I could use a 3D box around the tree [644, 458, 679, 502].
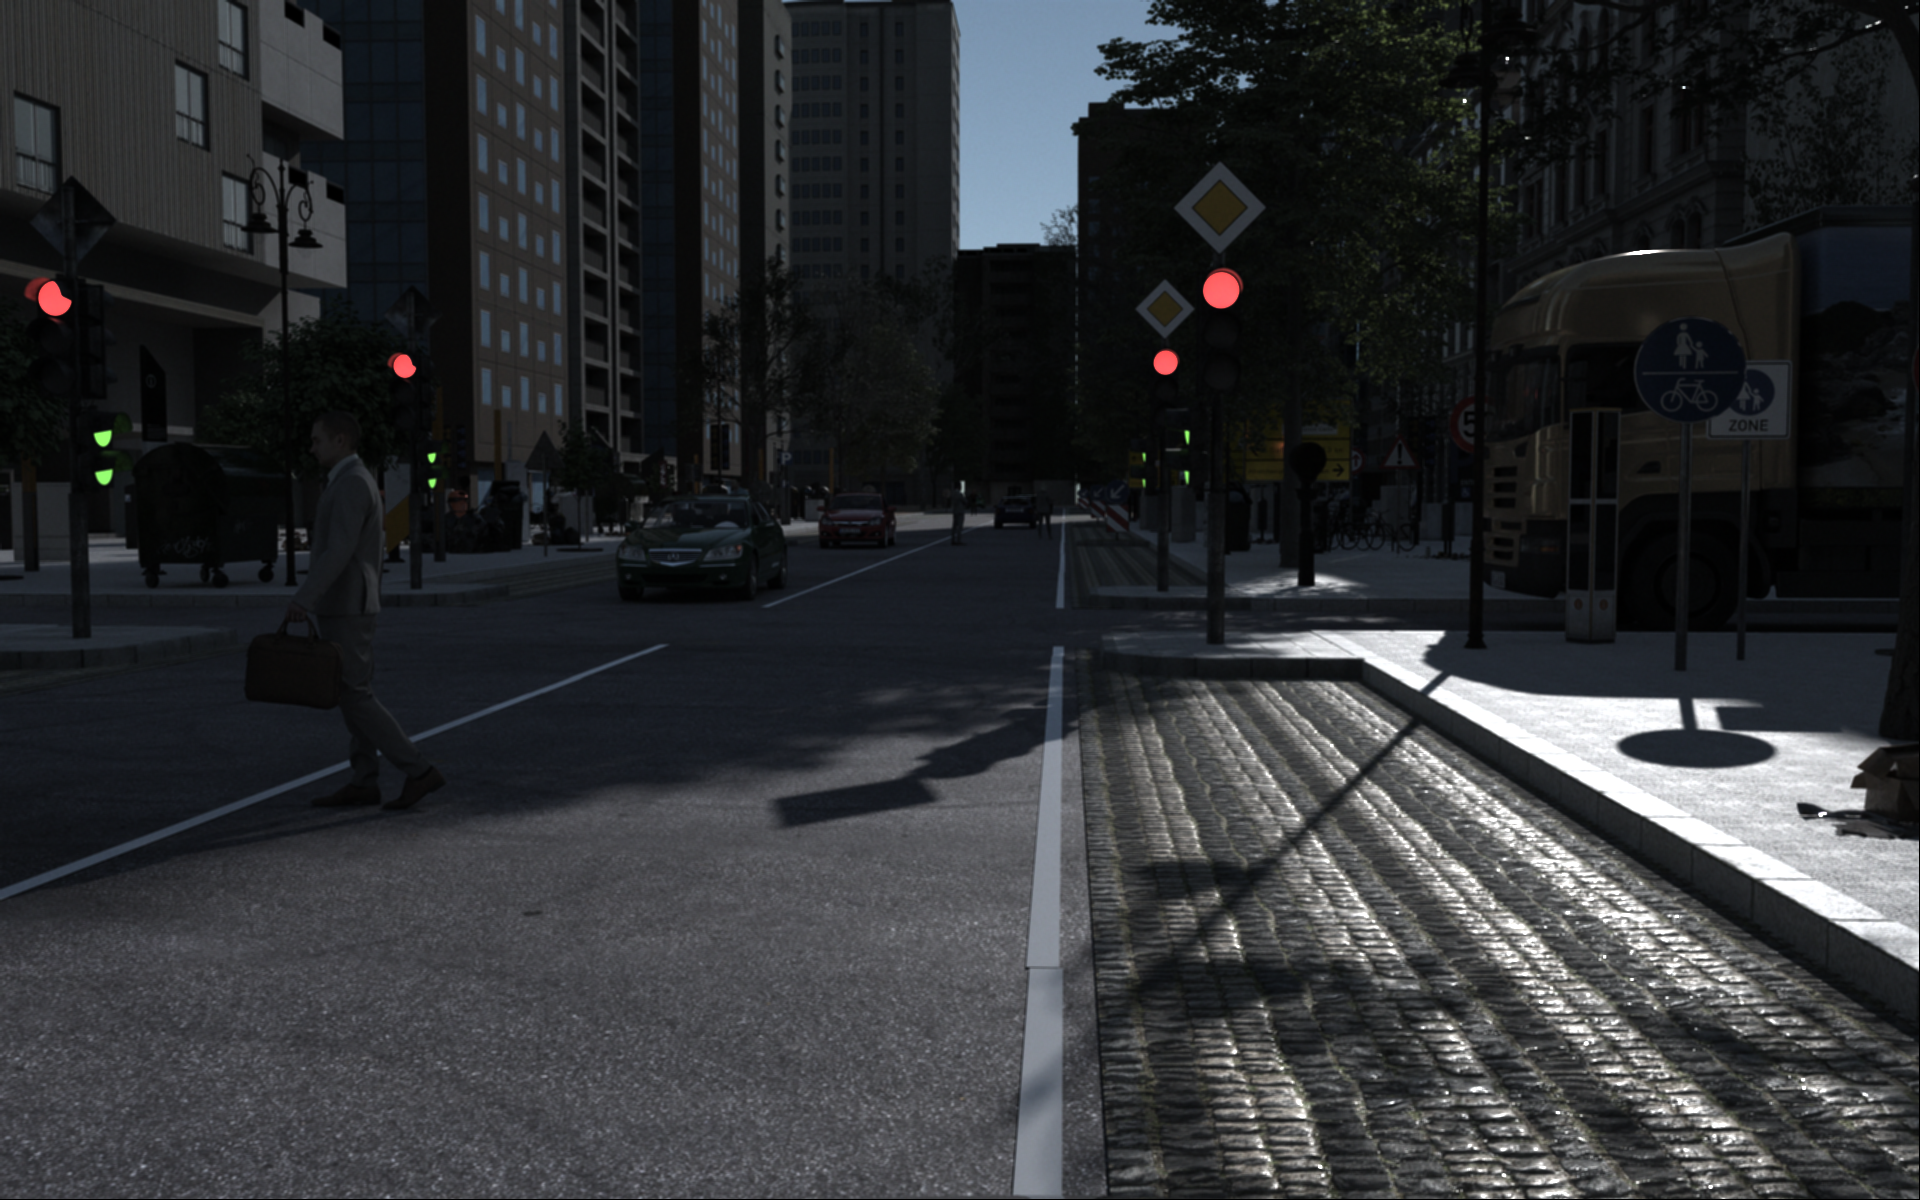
[{"bbox_3d":[-15.843,-5.939,91.711,1.663,3.219,1.824,0,3,0],"label":"tree"}]

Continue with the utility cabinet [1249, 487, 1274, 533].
[{"bbox_3d":[10.064,-2.949,56.887,1.173,1.500,0.318,-2,4,-28],"label":"utility cabinet"}]

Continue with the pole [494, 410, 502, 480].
[{"bbox_3d":[-11.167,-2.938,41.881,0.158,3.312,0.155,0,3,0],"label":"pole"}]

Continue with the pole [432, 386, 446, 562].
[{"bbox_3d":[-9.867,-2.380,32.761,0.158,3.312,0.155,0,3,0],"label":"pole"}]

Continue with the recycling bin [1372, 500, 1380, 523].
[{"bbox_3d":[17.738,-3.673,72.600,0.722,1.027,0.722,0,4,-8],"label":"recycling bin"}]

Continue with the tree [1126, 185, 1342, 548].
[{"bbox_3d":[6.156,-5.560,41.276,4.737,8.622,4.395,0,3,0],"label":"tree"}]

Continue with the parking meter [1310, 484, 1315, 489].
[{"bbox_3d":[16.997,-4.786,83.959,0.399,1.863,0.255,2,4,28],"label":"parking meter"}]

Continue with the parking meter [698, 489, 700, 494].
[{"bbox_3d":[-14.142,-5.182,93.141,0.372,1.533,0.369,0,3,0],"label":"parking meter"}]

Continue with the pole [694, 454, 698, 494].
[{"bbox_3d":[-13.536,-5.814,88.899,0.158,3.312,0.155,0,3,0],"label":"pole"}]

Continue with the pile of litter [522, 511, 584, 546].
[{"bbox_3d":[-10.286,-1.814,43.627,1.719,0.858,1.176,-1,4,-22],"label":"pile of litter"}]

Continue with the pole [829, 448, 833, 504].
[{"bbox_3d":[-5.669,-5.041,76.258,0.158,3.312,0.155,0,3,0],"label":"pole"}]

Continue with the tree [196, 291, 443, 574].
[{"bbox_3d":[-10.143,-2.715,28.111,4.285,4.588,4.351,0,3,0],"label":"tree"}]

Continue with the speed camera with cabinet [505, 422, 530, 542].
[{"bbox_3d":[-11.962,-3.211,46.831,0.660,3.252,2.038,-1,4,-15],"label":"speed camera with cabinet"}]

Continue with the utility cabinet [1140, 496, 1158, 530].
[{"bbox_3d":[6.800,-3.136,62.443,0.306,1.237,1.020,2,4,29],"label":"utility cabinet"}]

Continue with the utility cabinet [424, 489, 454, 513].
[{"bbox_3d":[-21.814,-3.910,72.615,1.173,1.500,0.318,0,4,2],"label":"utility cabinet"}]

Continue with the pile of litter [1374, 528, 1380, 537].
[{"bbox_3d":[13.052,-2.346,52.319,1.719,0.858,1.176,0,4,-4],"label":"pile of litter"}]

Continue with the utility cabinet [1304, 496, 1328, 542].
[{"bbox_3d":[9.700,-2.203,47.175,0.306,1.237,1.020,-1,4,-10],"label":"utility cabinet"}]

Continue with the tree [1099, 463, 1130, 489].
[{"bbox_3d":[13.716,-10.167,149.949,4.285,4.588,4.351,0,3,0],"label":"tree"}]

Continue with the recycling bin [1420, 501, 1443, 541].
[{"bbox_3d":[13.145,-2.175,48.109,0.722,1.027,0.722,-1,4,-12],"label":"recycling bin"}]

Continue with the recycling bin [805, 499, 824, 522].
[{"bbox_3d":[-6.765,-4.161,80.581,0.722,1.027,0.722,1,4,15],"label":"recycling bin"}]

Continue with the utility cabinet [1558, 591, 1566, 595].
[{"bbox_3d":[7.920,-0.655,21.879,0.306,1.237,1.020,-2,4,-32],"label":"utility cabinet"}]

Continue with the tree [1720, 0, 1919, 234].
[{"bbox_3d":[12.809,-4.554,24.826,4.360,8.622,3.978,0,3,0],"label":"tree"}]

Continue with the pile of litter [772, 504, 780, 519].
[{"bbox_3d":[-9.501,-4.603,89.226,1.176,0.858,1.719,-1,4,-11],"label":"pile of litter"}]

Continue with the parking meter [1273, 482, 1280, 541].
[{"bbox_3d":[8.652,-2.514,46.809,0.255,1.863,0.399,-1,4,-9],"label":"parking meter"}]

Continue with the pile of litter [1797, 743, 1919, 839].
[{"bbox_3d":[4.143,0.434,6.864,1.719,0.858,1.176,0,3,0],"label":"pile of litter"}]

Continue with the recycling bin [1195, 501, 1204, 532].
[{"bbox_3d":[8.371,-2.872,59.510,0.722,1.027,0.722,0,4,6],"label":"recycling bin"}]

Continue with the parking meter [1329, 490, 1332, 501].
[{"bbox_3d":[20.818,-5.402,96.739,0.372,1.533,0.369,0,3,0],"label":"parking meter"}]

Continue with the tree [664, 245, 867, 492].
[{"bbox_3d":[-7.667,-7.984,64.958,7.601,10.594,8.767,2,4,25],"label":"tree"}]

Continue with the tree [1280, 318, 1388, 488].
[{"bbox_3d":[14.759,-7.397,71.297,4.360,8.622,3.978,0,3,0],"label":"tree"}]

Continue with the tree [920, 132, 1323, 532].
[{"bbox_3d":[7.063,-9.045,58.263,12.009,13.543,11.850,0,3,0],"label":"tree"}]

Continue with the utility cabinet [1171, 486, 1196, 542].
[{"bbox_3d":[5.978,-2.295,46.205,0.318,1.500,1.173,2,4,26],"label":"utility cabinet"}]

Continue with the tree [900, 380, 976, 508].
[{"bbox_3d":[-2.414,-14.221,158.262,9.928,11.665,9.643,0,3,0],"label":"tree"}]

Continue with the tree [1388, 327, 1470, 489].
[{"bbox_3d":[19.945,-7.666,75.695,4.360,8.622,3.978,0,3,0],"label":"tree"}]

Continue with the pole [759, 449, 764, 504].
[{"bbox_3d":[-8.930,-5.132,77.757,0.158,3.312,0.155,0,3,0],"label":"pole"}]

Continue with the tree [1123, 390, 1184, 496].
[{"bbox_3d":[10.847,-9.203,100.833,4.360,8.622,3.978,0,3,0],"label":"tree"}]

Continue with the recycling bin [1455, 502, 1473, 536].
[{"bbox_3d":[15.679,-2.503,53.484,0.722,1.027,0.722,0,4,-1],"label":"recycling bin"}]

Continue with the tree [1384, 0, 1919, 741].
[{"bbox_3d":[4.929,-4.528,8.451,8.767,10.594,7.601,0,4,8],"label":"tree"}]

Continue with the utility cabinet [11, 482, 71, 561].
[{"bbox_3d":[-17.222,-1.471,32.737,1.173,1.500,0.318,0,4,-5],"label":"utility cabinet"}]

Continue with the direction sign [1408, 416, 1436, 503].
[{"bbox_3d":[13.466,-3.583,50.584,0.876,3.537,0.379,-1,4,-14],"label":"direction sign"}]

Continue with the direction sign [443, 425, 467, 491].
[{"bbox_3d":[-16.558,-3.962,56.776,0.876,3.537,0.379,1,4,17],"label":"direction sign"}]

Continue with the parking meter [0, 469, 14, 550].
[{"bbox_3d":[-21.952,-2.091,39.895,0.255,1.863,0.399,-1,4,-15],"label":"parking meter"}]

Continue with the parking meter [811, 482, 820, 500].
[{"bbox_3d":[-7.069,-4.822,84.548,0.399,1.863,0.255,2,4,32],"label":"parking meter"}]

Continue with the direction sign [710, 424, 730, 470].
[{"bbox_3d":[-7.807,-3.937,56.371,0.876,3.537,0.379,3,5,40],"label":"direction sign"}]

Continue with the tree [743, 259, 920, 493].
[{"bbox_3d":[-6.227,-11.055,91.112,12.009,13.543,11.850,0,3,0],"label":"tree"}]

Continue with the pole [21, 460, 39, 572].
[{"bbox_3d":[-15.397,-2.128,28.635,0.158,3.312,0.155,0,3,0],"label":"pole"}]

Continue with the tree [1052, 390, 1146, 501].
[{"bbox_3d":[13.370,-15.261,166.531,9.611,12.733,9.660,0,3,0],"label":"tree"}]

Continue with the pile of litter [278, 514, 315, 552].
[{"bbox_3d":[-14.851,-1.552,39.334,1.176,0.858,1.719,3,5,41],"label":"pile of litter"}]

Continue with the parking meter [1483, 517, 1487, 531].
[{"bbox_3d":[12.359,-2.133,40.581,0.255,1.863,0.399,-2,4,-30],"label":"parking meter"}]

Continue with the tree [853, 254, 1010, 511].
[{"bbox_3d":[-1.647,-17.058,134.780,12.611,20.169,13.585,0,3,0],"label":"tree"}]

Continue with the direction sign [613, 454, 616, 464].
[{"bbox_3d":[-19.682,-6.497,98.217,0.379,3.537,0.876,1,4,14],"label":"direction sign"}]

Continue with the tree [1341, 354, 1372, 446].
[{"bbox_3d":[18.829,-8.444,88.414,4.737,8.622,4.395,0,3,0],"label":"tree"}]

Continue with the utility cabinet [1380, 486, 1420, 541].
[{"bbox_3d":[12.057,-2.369,47.416,1.173,1.500,0.318,-2,4,-29],"label":"utility cabinet"}]

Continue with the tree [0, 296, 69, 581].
[{"bbox_3d":[-14.903,-2.582,25.936,4.285,4.588,4.351,0,3,0],"label":"tree"}]

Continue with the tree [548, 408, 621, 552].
[{"bbox_3d":[-8.516,-2.703,38.790,1.663,3.219,1.824,0,3,0],"label":"tree"}]

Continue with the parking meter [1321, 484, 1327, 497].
[{"bbox_3d":[20.478,-5.598,97.233,0.399,1.863,0.255,2,4,25],"label":"parking meter"}]

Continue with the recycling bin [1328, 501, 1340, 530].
[{"bbox_3d":[13.053,-2.998,61.573,0.722,1.027,0.722,0,4,-3],"label":"recycling bin"}]

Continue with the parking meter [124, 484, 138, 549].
[{"bbox_3d":[-19.362,-1.968,40.593,0.372,1.533,0.369,0,3,0],"label":"parking meter"}]

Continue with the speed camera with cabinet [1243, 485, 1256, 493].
[{"bbox_3d":[12.498,-4.952,75.305,0.660,3.252,2.038,1,4,23],"label":"speed camera with cabinet"}]

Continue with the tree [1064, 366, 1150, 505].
[{"bbox_3d":[11.591,-12.540,130.778,9.928,11.665,9.643,0,3,0],"label":"tree"}]

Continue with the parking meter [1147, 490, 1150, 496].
[{"bbox_3d":[9.077,-4.779,83.854,0.255,1.863,0.399,0,4,5],"label":"parking meter"}]
